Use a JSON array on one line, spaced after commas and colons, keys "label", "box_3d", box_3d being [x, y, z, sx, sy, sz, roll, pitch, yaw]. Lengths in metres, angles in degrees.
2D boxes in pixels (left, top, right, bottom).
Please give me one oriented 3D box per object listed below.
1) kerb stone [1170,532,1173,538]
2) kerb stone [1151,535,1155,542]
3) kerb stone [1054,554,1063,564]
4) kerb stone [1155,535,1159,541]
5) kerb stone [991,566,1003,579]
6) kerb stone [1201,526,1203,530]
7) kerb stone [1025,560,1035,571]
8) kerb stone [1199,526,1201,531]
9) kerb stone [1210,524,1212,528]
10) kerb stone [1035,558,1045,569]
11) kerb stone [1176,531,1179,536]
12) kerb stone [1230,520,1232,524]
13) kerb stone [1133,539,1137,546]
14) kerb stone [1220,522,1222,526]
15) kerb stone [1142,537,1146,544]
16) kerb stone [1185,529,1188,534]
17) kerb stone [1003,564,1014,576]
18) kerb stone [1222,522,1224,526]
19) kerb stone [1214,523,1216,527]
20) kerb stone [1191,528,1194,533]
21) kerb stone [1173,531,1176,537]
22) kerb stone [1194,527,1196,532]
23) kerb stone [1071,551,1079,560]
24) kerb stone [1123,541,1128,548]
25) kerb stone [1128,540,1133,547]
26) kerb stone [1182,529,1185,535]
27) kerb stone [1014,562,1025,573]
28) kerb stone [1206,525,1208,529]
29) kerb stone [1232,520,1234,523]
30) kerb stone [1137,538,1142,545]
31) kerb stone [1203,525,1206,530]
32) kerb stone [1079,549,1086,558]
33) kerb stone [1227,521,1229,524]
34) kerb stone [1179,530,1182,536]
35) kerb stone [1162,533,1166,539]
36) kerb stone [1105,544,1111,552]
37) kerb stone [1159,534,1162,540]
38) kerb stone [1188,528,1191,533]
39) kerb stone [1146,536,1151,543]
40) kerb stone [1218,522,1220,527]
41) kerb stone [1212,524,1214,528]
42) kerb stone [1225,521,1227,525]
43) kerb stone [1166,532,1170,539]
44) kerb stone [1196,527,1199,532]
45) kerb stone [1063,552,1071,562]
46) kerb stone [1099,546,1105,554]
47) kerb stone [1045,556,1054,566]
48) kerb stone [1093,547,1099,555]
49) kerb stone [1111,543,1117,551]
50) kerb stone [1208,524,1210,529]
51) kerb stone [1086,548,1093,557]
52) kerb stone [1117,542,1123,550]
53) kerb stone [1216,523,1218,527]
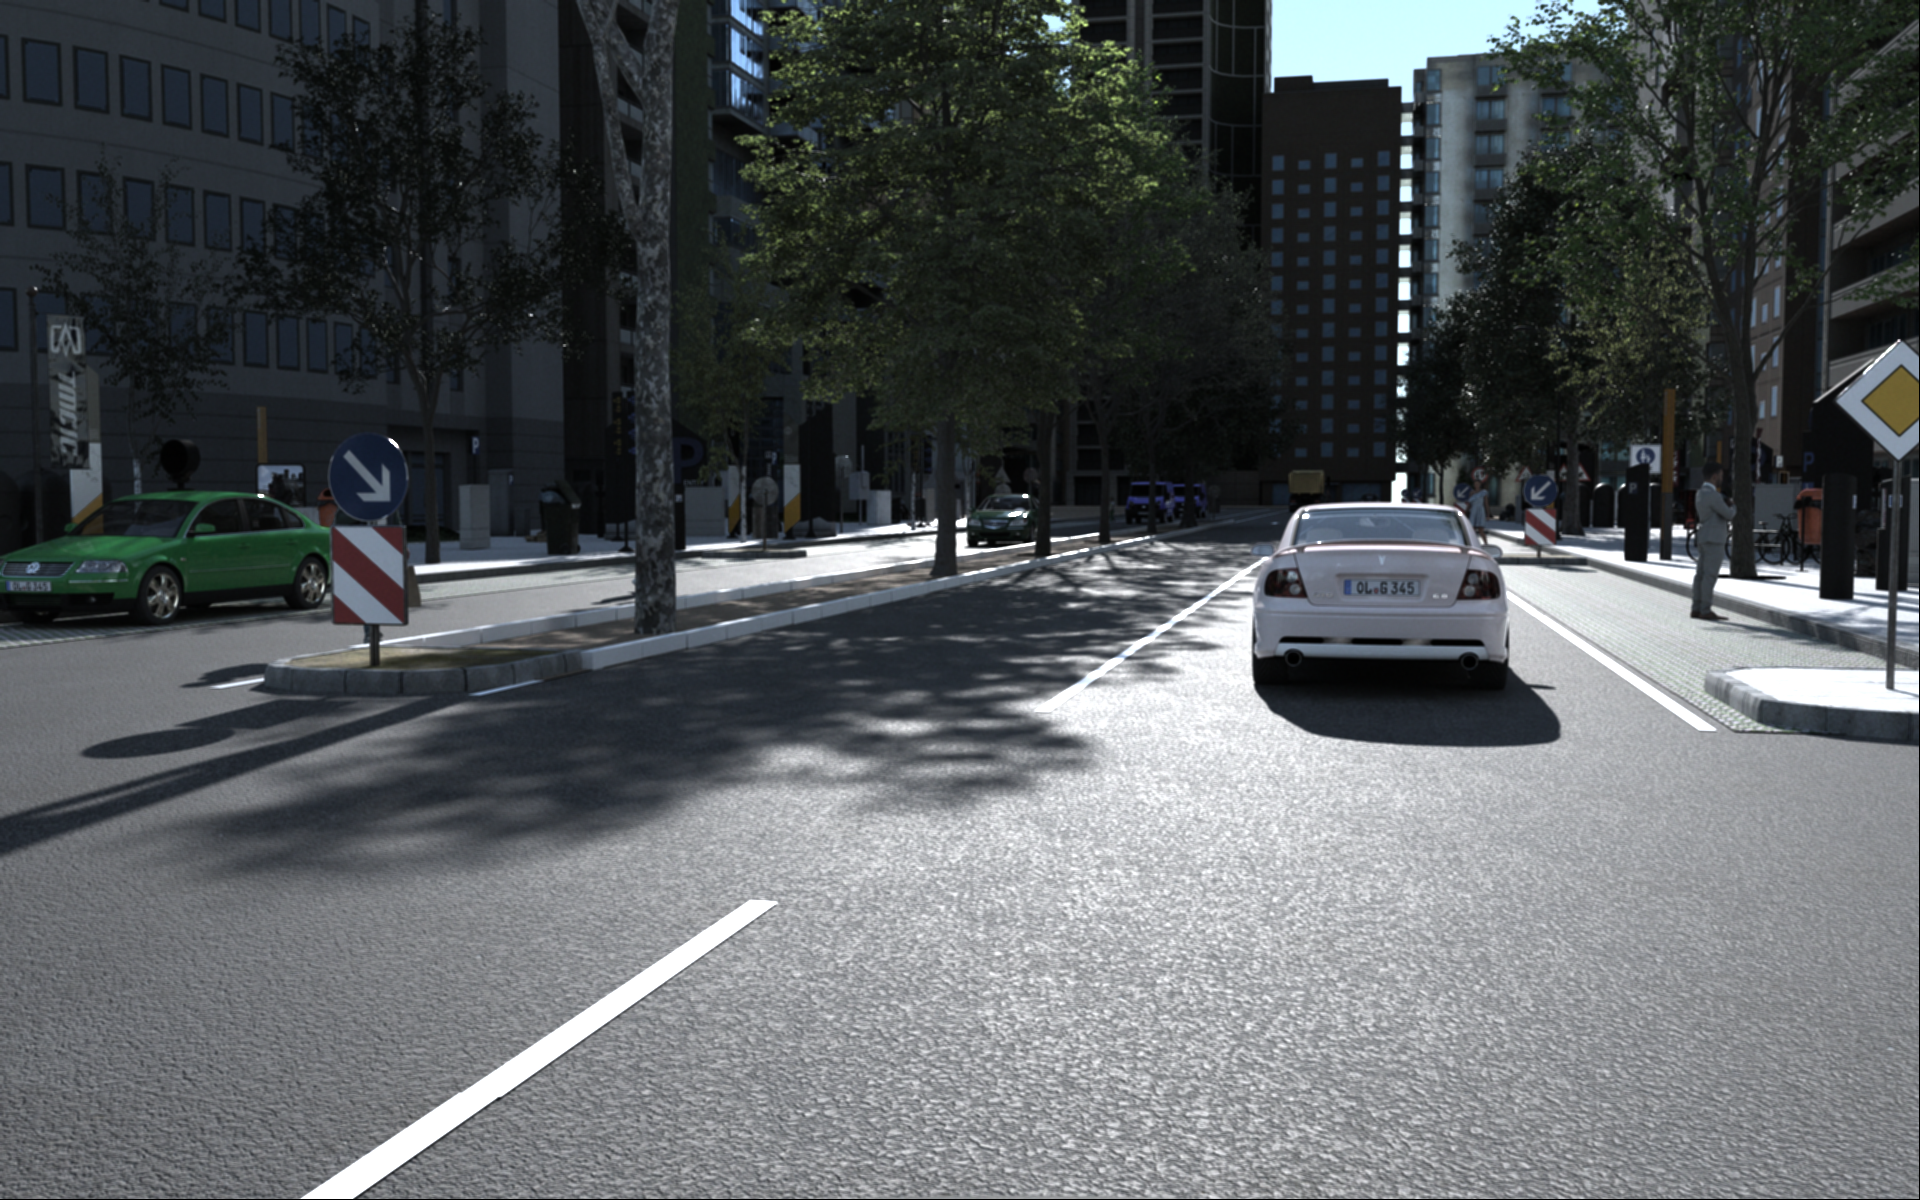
[{"label": "kerb stone", "box_3d": [6.753, -2.097, 56.514, 0.120, 0.150, 1.000, 1, 4, 13]}, {"label": "kerb stone", "box_3d": [5.606, -1.794, 51.523, 0.120, 0.150, 1.000, 1, 4, 13]}, {"label": "kerb stone", "box_3d": [1.918, -0.815, 35.540, 0.120, 0.150, 1.000, 1, 4, 13]}, {"label": "kerb stone", "box_3d": [5.834, -1.852, 52.520, 0.120, 0.150, 1.000, 1, 4, 13]}, {"label": "kerb stone", "box_3d": [0.528, -0.446, 29.542, 0.120, 0.150, 1.000, 1, 4, 13]}, {"label": "kerb stone", "box_3d": [9.286, -2.770, 67.499, 0.120, 0.150, 1.000, 1, 4, 13]}, {"label": "kerb stone", "box_3d": [1.217, -0.633, 32.538, 0.120, 0.150, 1.000, 1, 4, 13]}, {"label": "kerb stone", "box_3d": [9.051, -2.710, 66.504, 0.120, 0.150, 1.000, 1, 4, 13]}, {"label": "kerb stone", "box_3d": [10.206, -3.013, 71.492, 0.120, 0.150, 1.000, 1, 4, 13]}, {"label": "kerb stone", "box_3d": [1.449, -0.692, 33.547, 0.120, 0.150, 1.000, 1, 4, 13]}, {"label": "kerb stone", "box_3d": [7.213, -2.221, 58.506, 0.120, 0.150, 1.000, 1, 4, 13]}, {"label": "kerb stone", "box_3d": [12.747, -3.686, 82.497, 0.120, 0.150, 1.000, 1, 4, 13]}, {"label": "kerb stone", "box_3d": [4.677, -1.549, 47.526, 0.120, 0.150, 1.000, 1, 4, 13]}, {"label": "kerb stone", "box_3d": [11.365, -3.321, 76.488, 0.120, 0.150, 1.000, 1, 4, 13]}, {"label": "kerb stone", "box_3d": [5.133, -1.672, 49.529, 0.120, 0.150, 1.000, 1, 4, 13]}, {"label": "kerb stone", "box_3d": [7.897, -2.400, 61.502, 0.120, 0.150, 1.000, 1, 4, 13]}, {"label": "kerb stone", "box_3d": [0.756, -0.510, 30.538, 0.120, 0.150, 1.000, 1, 4, 13]}, {"label": "kerb stone", "box_3d": [11.595, -3.382, 77.490, 0.120, 0.150, 1.000, 1, 4, 13]}, {"label": "kerb stone", "box_3d": [10.663, -3.137, 73.491, 0.120, 0.150, 1.000, 1, 4, 13]}, {"label": "kerb stone", "box_3d": [8.368, -2.527, 63.508, 0.120, 0.150, 1.000, 1, 4, 13]}, {"label": "kerb stone", "box_3d": [6.983, -2.160, 57.510, 0.120, 0.150, 1.000, 1, 4, 13]}, {"label": "kerb stone", "box_3d": [8.598, -2.588, 64.510, 0.120, 0.150, 1.000, 1, 4, 13]}, {"label": "kerb stone", "box_3d": [2.379, -0.939, 37.552, 0.120, 0.150, 1.000, 1, 4, 13]}, {"label": "kerb stone", "box_3d": [4.213, -1.427, 45.534, 0.120, 0.150, 1.000, 1, 4, 13]}, {"label": "kerb stone", "box_3d": [4.447, -1.488, 46.529, 0.120, 0.150, 1.000, 1, 4, 13]}, {"label": "kerb stone", "box_3d": [7.675, -2.335, 60.499, 0.120, 0.150, 1.000, 1, 4, 13]}, {"label": "kerb stone", "box_3d": [0.984, -0.572, 31.542, 0.120, 0.150, 1.000, 1, 4, 13]}, {"label": "kerb stone", "box_3d": [9.749, -2.888, 69.492, 0.120, 0.150, 1.000, 1, 4, 13]}, {"label": "kerb stone", "box_3d": [12.970, -3.749, 83.498, 0.120, 0.150, 1.000, 1, 4, 13]}, {"label": "kerb stone", "box_3d": [4.908, -1.610, 48.526, 0.120, 0.150, 1.000, 1, 4, 13]}, {"label": "kerb stone", "box_3d": [9.518, -2.832, 68.496, 0.120, 0.150, 1.000, 1, 4, 13]}, {"label": "kerb stone", "box_3d": [2.603, -1.000, 38.552, 0.120, 0.150, 1.000, 1, 4, 13]}, {"label": "kerb stone", "box_3d": [12.283, -3.565, 80.479, 0.120, 0.150, 1.000, 1, 4, 13]}, {"label": "kerb stone", "box_3d": [7.446, -2.282, 59.501, 0.120, 0.150, 1.000, 1, 4, 13]}, {"label": "kerb stone", "box_3d": [6.292, -1.974, 54.519, 0.120, 0.150, 1.000, 1, 4, 13]}, {"label": "kerb stone", "box_3d": [3.522, -1.244, 42.541, 0.120, 0.150, 1.000, 1, 4, 13]}, {"label": "kerb stone", "box_3d": [6.058, -1.916, 53.518, 0.120, 0.150, 1.000, 1, 4, 13]}, {"label": "kerb stone", "box_3d": [8.133, -2.465, 62.505, 0.120, 0.150, 1.000, 1, 4, 13]}, {"label": "kerb stone", "box_3d": [5.371, -1.727, 50.529, 0.120, 0.150, 1.000, 1, 4, 13]}, {"label": "kerb stone", "box_3d": [11.134, -3.256, 75.485, 0.120, 0.150, 1.000, 1, 4, 13]}, {"label": "kerb stone", "box_3d": [10.434, -3.076, 72.489, 0.120, 0.150, 1.000, 1, 4, 13]}, {"label": "kerb stone", "box_3d": [12.053, -3.504, 79.483, 0.120, 0.150, 1.000, 1, 4, 13]}, {"label": "kerb stone", "box_3d": [6.525, -2.038, 55.514, 0.120, 0.150, 1.000, 1, 4, 13]}, {"label": "kerb stone", "box_3d": [8.829, -2.645, 65.507, 0.120, 0.150, 1.000, 1, 4, 13]}, {"label": "kerb stone", "box_3d": [2.143, -0.878, 36.558, 0.120, 0.150, 1.000, 1, 4, 13]}, {"label": "kerb stone", "box_3d": [3.290, -1.183, 41.545, 0.120, 0.150, 1.000, 1, 4, 13]}, {"label": "kerb stone", "box_3d": [1.680, -0.755, 34.542, 0.120, 0.150, 1.000, 1, 4, 13]}, {"label": "kerb stone", "box_3d": [3.065, -1.122, 40.547, 0.120, 0.150, 1.000, 1, 4, 13]}, {"label": "kerb stone", "box_3d": [3.760, -1.304, 43.535, 0.120, 0.150, 1.000, 1, 4, 13]}, {"label": "kerb stone", "box_3d": [9.980, -2.951, 70.493, 0.120, 0.150, 1.000, 1, 4, 13]}, {"label": "kerb stone", "box_3d": [2.841, -1.061, 39.547, 0.120, 0.150, 1.000, 1, 4, 13]}, {"label": "kerb stone", "box_3d": [3.991, -1.365, 44.535, 0.120, 0.150, 1.000, 1, 4, 13]}, {"label": "kerb stone", "box_3d": [10.895, -3.198, 74.487, 0.120, 0.150, 1.000, 1, 4, 13]}]
